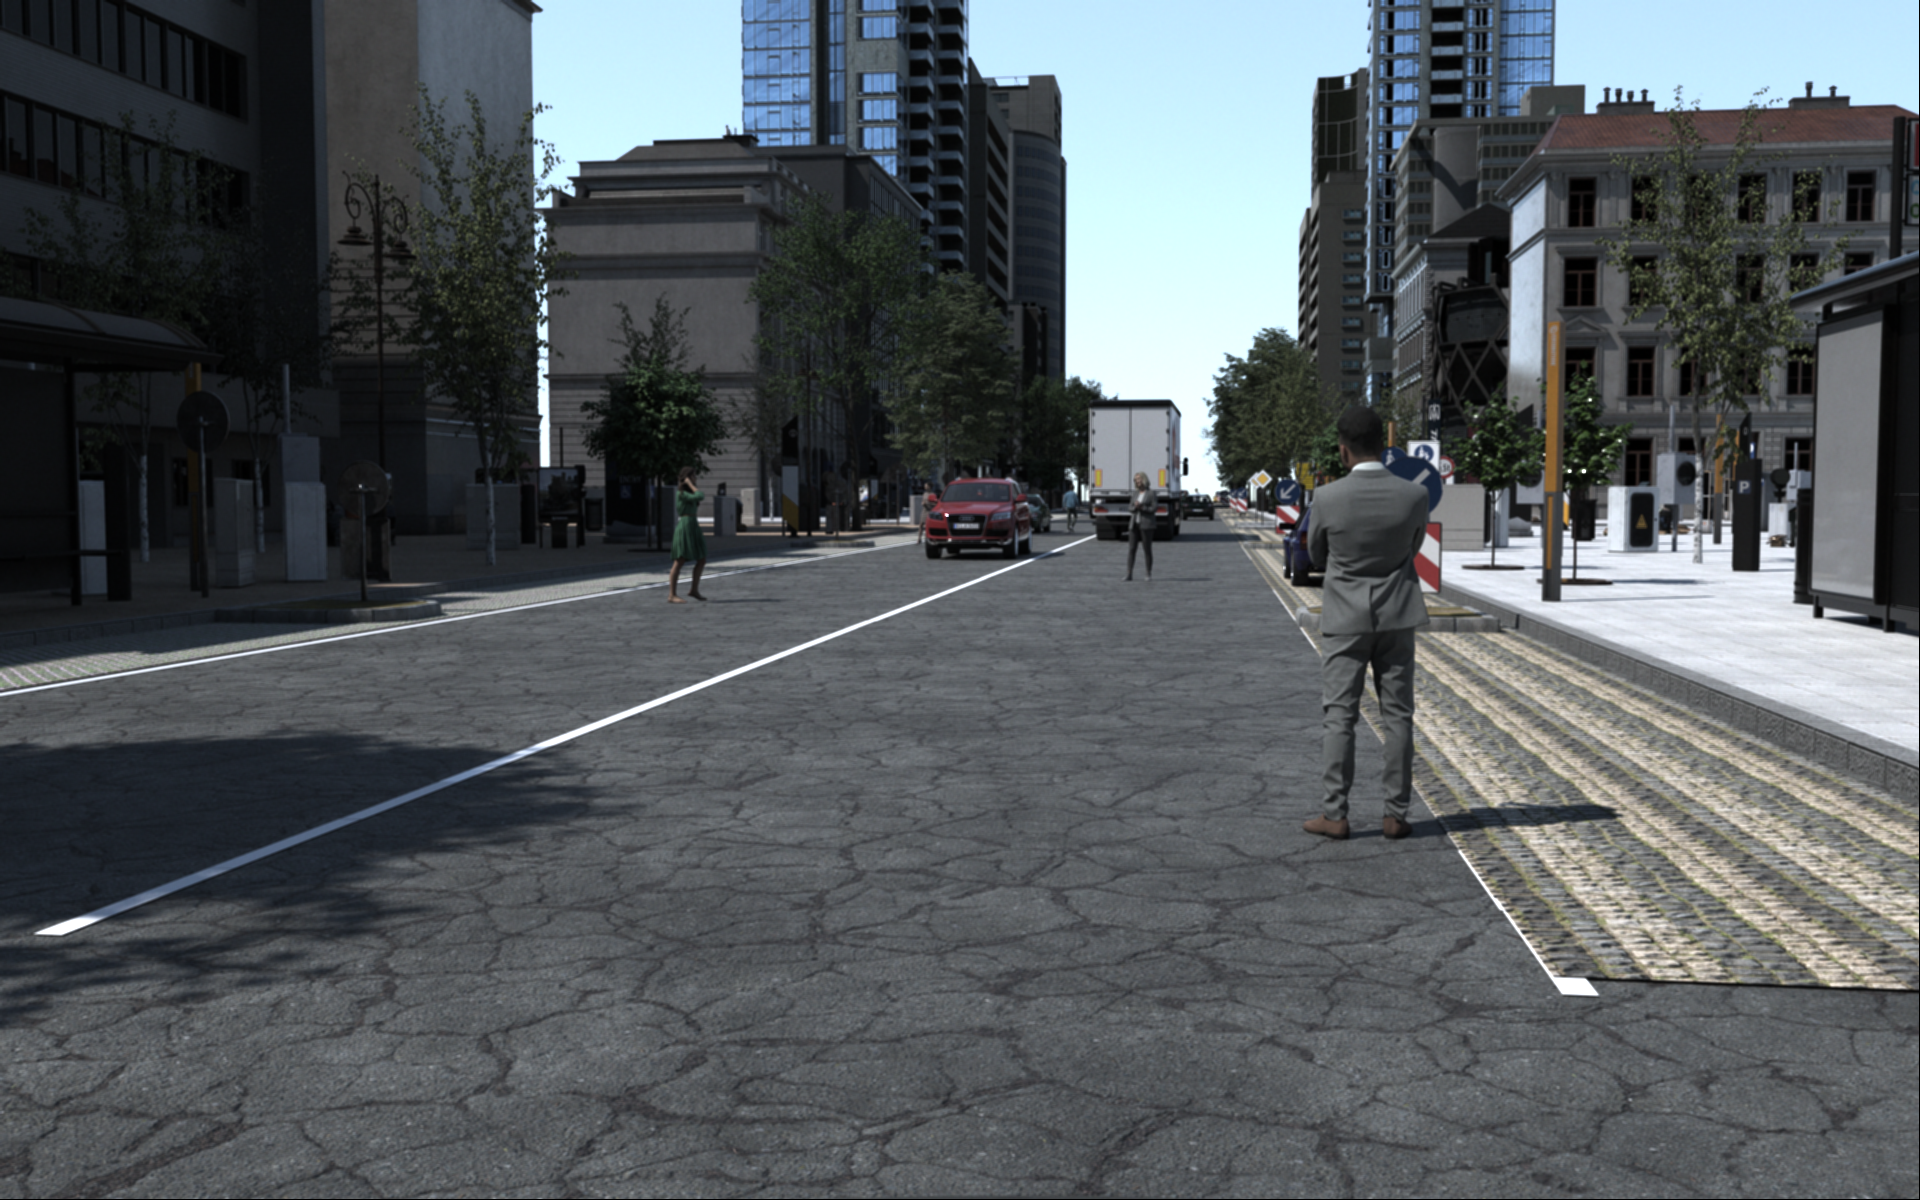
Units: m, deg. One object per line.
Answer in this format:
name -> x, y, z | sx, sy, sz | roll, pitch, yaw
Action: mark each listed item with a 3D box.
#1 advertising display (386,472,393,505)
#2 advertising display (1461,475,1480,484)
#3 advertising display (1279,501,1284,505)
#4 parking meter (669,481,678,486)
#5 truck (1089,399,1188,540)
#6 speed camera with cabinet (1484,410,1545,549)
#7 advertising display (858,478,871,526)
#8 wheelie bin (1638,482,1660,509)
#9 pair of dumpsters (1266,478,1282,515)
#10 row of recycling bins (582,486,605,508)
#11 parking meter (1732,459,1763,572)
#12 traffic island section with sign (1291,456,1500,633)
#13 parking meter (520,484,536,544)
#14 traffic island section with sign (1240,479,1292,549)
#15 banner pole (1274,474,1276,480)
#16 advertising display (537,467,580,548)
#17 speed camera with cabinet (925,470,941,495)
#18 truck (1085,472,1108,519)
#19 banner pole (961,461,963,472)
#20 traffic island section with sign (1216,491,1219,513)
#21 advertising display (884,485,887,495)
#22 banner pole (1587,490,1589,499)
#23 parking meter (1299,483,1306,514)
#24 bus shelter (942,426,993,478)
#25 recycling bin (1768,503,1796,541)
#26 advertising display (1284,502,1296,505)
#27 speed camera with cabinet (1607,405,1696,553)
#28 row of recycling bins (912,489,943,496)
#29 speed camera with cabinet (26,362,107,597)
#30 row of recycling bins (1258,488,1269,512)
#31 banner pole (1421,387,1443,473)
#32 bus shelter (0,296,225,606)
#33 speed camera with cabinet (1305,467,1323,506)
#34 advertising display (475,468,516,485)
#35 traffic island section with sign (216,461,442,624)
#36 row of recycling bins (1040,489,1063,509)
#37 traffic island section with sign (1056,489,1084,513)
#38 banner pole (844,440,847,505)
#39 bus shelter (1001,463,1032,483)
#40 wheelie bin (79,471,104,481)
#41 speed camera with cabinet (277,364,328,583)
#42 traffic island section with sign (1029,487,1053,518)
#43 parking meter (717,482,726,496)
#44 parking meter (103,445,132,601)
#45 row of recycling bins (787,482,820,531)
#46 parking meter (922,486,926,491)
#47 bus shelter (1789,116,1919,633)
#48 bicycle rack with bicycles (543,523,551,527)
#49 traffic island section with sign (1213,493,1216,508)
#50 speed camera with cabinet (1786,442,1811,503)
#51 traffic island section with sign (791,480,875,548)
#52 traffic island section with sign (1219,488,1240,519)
advertising display -> -16.724, -2.719, 49.664 | 0.123, 1.923, 0.974 | 3, 5, 42
advertising display -> 16.749, -3.155, 56.806 | 0.123, 1.923, 0.974 | -1, 4, -16
advertising display -> 16.645, -5.190, 90.066 | 0.123, 1.923, 0.974 | 1, 4, 9
parking meter -> -8.150, -2.652, 49.075 | 0.255, 1.863, 0.399 | 1, 4, 12
truck -> 5.936, -4.160, 56.926 | 2.839, 4.237, 11.283 | 1, 4, 9
speed camera with cabinet -> 12.989, -2.863, 41.143 | 2.038, 3.252, 0.660 | 3, 5, 41
advertising display -> -3.960, -4.010, 70.784 | 0.123, 1.923, 0.974 | -3, 4, -37
wheelie bin -> 17.628, -2.245, 44.620 | 0.693, 1.594, 0.980 | 0, 4, 2
pair of dumpsters -> 20.263, -6.550, 109.583 | 1.574, 2.255, 4.437 | 0, 4, 8
row of recycling bins -> -30.260, -8.159, 140.518 | 1.069, 1.692, 3.534 | 2, 4, 24
parking meter -> 13.064, -1.410, 28.770 | 0.255, 1.863, 0.399 | -3, 4, -38
traffic island section with sign -> 4.683, -0.622, 18.796 | 1.989, 1.847, 2.006 | 0, 4, 8
parking meter -> -11.180, -2.228, 44.831 | 0.372, 1.533, 0.369 | 0, 3, 0
traffic island section with sign -> 8.461, -2.254, 45.486 | 1.989, 1.847, 2.006 | 0, 4, 8
banner pole -> 26.179, -9.423, 144.076 | 0.401, 3.779, 0.863 | 2, 4, 25
advertising display -> -9.512, -2.193, 41.069 | 0.974, 1.923, 0.123 | -1, 4, -14
speed camera with cabinet -> -2.046, -8.937, 140.457 | 0.660, 3.252, 2.038 | 2, 4, 32
truck -> 9.189, -7.065, 104.420 | 2.839, 4.237, 11.283 | 0, 4, 7
banner pole -> 0.090, -6.472, 95.831 | 0.401, 3.779, 0.863 | 0, 4, 6
traffic island section with sign -> 19.989, -7.254, 127.226 | 1.989, 1.847, 2.006 | 0, 4, 8
advertising display -> -5.197, -7.051, 120.501 | 0.123, 1.923, 0.974 | 0, 4, -6
banner pole -> 25.072, -4.795, 68.422 | 0.863, 3.779, 0.401 | 1, 4, 18
parking meter -> 17.785, -5.173, 90.296 | 0.255, 1.863, 0.399 | -3, 5, -40
bus shelter -> 0.399, -7.741, 104.202 | 2.179, 5.291, 8.768 | 0, 4, 8
recycling bin -> 22.883, -2.160, 47.869 | 0.722, 1.027, 0.722 | -1, 4, -13
advertising display -> 17.439, -5.270, 91.375 | 0.974, 1.923, 0.123 | -2, 4, -28
speed camera with cabinet -> 15.302, -2.684, 38.227 | 2.038, 3.252, 0.660 | -1, 4, -22
row of recycling bins -> -2.255, -8.339, 143.463 | 3.534, 1.692, 1.069 | 1, 4, 15
speed camera with cabinet -> -11.456, -1.706, 22.233 | 2.038, 3.252, 0.660 | 3, 5, 44
row of recycling bins -> 22.355, -7.340, 127.116 | 1.069, 1.692, 3.534 | 0, 4, 7
banner pole -> 10.910, -3.074, 40.274 | 0.401, 3.779, 0.863 | -2, 4, -24
bus shelter -> -9.816, -1.432, 17.337 | 2.014, 3.302, 5.546 | 0, 4, 8
speed camera with cabinet -> 19.297, -6.197, 95.659 | 2.038, 3.252, 0.660 | 1, 4, 21
advertising display -> -11.551, -2.319, 43.130 | 0.974, 1.923, 0.123 | -1, 4, -20
traffic island section with sign -> -7.135, -0.694, 19.981 | 1.989, 1.847, 2.006 | 0, 4, 8
row of recycling bins -> 7.820, -8.820, 151.317 | 1.069, 1.692, 3.534 | -2, 4, -30
traffic island section with sign -> 8.227, -7.355, 128.889 | 1.989, 1.847, 2.006 | 0, 4, 8
banner pole -> -5.308, -5.516, 80.197 | 0.401, 3.779, 0.863 | 0, 4, -7
bus shelter -> 4.339, -8.635, 132.467 | 1.731, 3.624, 6.357 | 0, 4, 8
wheelie bin -> -12.221, -0.998, 24.225 | 0.980, 1.594, 0.693 | -2, 4, -26
speed camera with cabinet -> -9.829, -1.929, 25.882 | 0.660, 3.252, 2.038 | -1, 4, -22
traffic island section with sign -> 4.425, -5.703, 101.873 | 1.989, 1.847, 2.006 | 0, 4, 8
parking meter -> -11.736, -4.866, 85.270 | 0.399, 1.863, 0.255 | -1, 4, -17
parking meter -> -10.160, -0.928, 20.886 | 0.255, 1.863, 0.399 | -2, 4, -24
row of recycling bins -> -5.563, -3.305, 61.145 | 1.069, 1.692, 3.534 | 0, 4, 2
parking meter -> -2.702, -7.627, 130.411 | 0.255, 1.863, 0.399 | -1, 4, -18
bus shelter -> 9.423, -2.362, 16.243 | 2.179, 5.291, 8.768 | 0, 4, 8
bicycle rack with bicycles -> -17.234, -3.375, 68.556 | 2.925, 0.926, 2.852 | 1, 4, 21
traffic island section with sign -> 27.004, -10.291, 176.893 | 1.989, 1.847, 2.006 | 0, 4, 8
speed camera with cabinet -> 32.398, -4.370, 65.793 | 0.660, 3.252, 2.038 | -1, 4, -18
traffic island section with sign -> -3.362, -2.327, 46.672 | 1.989, 1.847, 2.006 | 0, 4, 8
traffic island section with sign -> 16.220, -5.619, 100.495 | 1.989, 1.847, 2.006 | 0, 4, 8
